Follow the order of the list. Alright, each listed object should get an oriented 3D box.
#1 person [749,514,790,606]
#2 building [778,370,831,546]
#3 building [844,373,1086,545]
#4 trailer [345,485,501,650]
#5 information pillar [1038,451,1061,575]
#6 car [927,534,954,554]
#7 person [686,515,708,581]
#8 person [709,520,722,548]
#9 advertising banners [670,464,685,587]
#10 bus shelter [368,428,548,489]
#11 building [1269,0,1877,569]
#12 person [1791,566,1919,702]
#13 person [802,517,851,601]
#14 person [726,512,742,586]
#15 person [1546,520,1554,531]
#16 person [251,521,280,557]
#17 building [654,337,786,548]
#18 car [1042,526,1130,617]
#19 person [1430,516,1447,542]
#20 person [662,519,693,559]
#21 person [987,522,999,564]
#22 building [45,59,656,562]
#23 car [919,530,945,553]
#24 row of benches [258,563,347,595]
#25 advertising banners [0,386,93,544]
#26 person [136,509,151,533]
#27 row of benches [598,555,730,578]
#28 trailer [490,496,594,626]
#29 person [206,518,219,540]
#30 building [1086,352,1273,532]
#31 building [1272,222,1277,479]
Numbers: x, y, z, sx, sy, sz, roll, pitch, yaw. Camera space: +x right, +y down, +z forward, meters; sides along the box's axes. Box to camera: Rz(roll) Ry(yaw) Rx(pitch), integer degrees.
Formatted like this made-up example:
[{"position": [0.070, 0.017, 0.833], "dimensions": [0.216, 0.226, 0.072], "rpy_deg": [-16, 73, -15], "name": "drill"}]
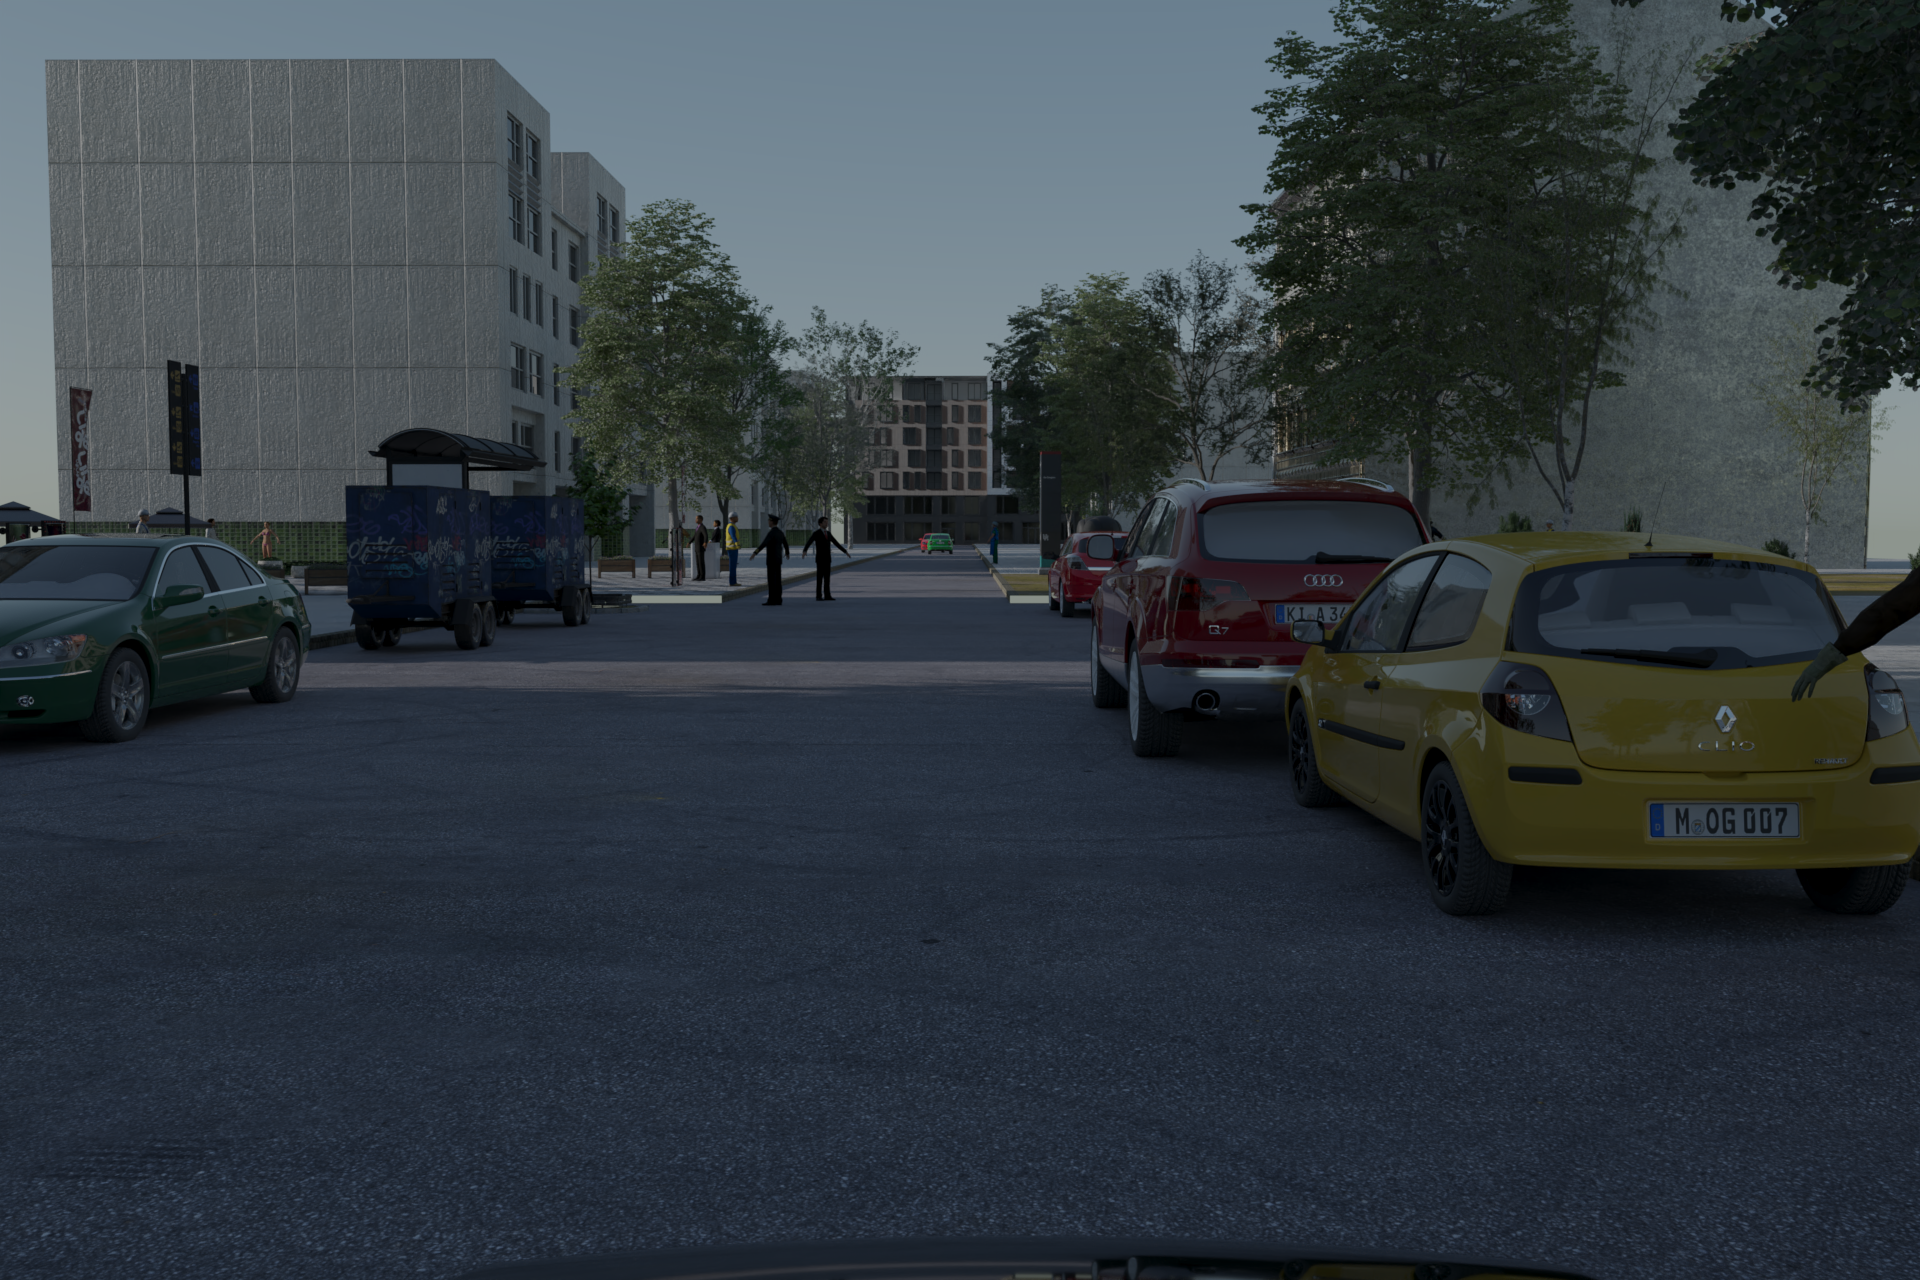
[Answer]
[{"position": [-3.756, -1.612, 34.750], "dimensions": [0.705, 1.837, 1.347], "rpy_deg": [2, 4, 28], "name": "person"}, {"position": [-24.936, -20.575, 202.856], "dimensions": [16.747, 18.905, 31.486], "rpy_deg": [0, 4, 1], "name": "building"}, {"position": [1.473, -23.604, 232.357], "dimensions": [32.646, 21.610, 27.936], "rpy_deg": [0, 4, 1], "name": "building"}, {"position": [-6.702, -0.855, 21.024], "dimensions": [1.471, 1.999, 3.904], "rpy_deg": [0, 4, 0], "name": "trailer"}, {"position": [2.850, -3.985, 54.533], "dimensions": [0.750, 3.857, 0.750], "rpy_deg": [0, 4, 0], "name": "information pillar"}, {"position": [-1.402, -6.983, 122.966], "dimensions": [1.959, 1.807, 4.718], "rpy_deg": [0, 4, -1], "name": "car"}, {"position": [-7.126, -2.512, 47.303], "dimensions": [0.704, 1.802, 1.346], "rpy_deg": [-2, 4, -30], "name": "person"}, {"position": [-7.880, -2.988, 55.575], "dimensions": [0.721, 1.740, 1.216], "rpy_deg": [0, 4, 6], "name": "person"}, {"position": [-6.993, -2.867, 43.056], "dimensions": [0.090, 3.025, 2.074], "rpy_deg": [0, 4, 1], "name": "advertising banners"}, {"position": [-10.214, -2.560, 35.785], "dimensions": [2.014, 3.302, 5.546], "rpy_deg": [0, 4, 1], "name": "bus shelter"}, {"position": [23.956, -14.728, 71.732], "dimensions": [19.493, 23.208, 18.063], "rpy_deg": [0, 4, 0], "name": "building"}, {"position": [3.334, 0.191, 5.469], "dimensions": [1.346, 1.812, 0.704], "rpy_deg": [0, 4, -2], "name": "person"}, {"position": [-2.913, -1.748, 37.216], "dimensions": [0.705, 1.806, 1.347], "rpy_deg": [3, 5, 45], "name": "person"}, {"position": [-5.551, -2.244, 42.658], "dimensions": [0.705, 1.833, 1.349], "rpy_deg": [-1, 4, -11], "name": "person"}, {"position": [19.865, -3.191, 58.644], "dimensions": [0.721, 1.772, 1.216], "rpy_deg": [-1, 4, -11], "name": "person"}, {"position": [-24.633, -3.344, 61.475], "dimensions": [1.217, 1.733, 0.721], "rpy_deg": [1, 4, 16], "name": "person"}, {"position": [-27.155, -18.566, 170.013], "dimensions": [16.747, 18.905, 31.486], "rpy_deg": [0, 3, 0], "name": "building"}, {"position": [2.590, -1.360, 31.272], "dimensions": [2.155, 1.783, 4.494], "rpy_deg": [0, 4, -1], "name": "car"}, {"position": [14.587, -2.949, 53.993], "dimensions": [1.354, 1.856, 0.705], "rpy_deg": [1, 4, 18], "name": "person"}, {"position": [-10.775, -3.701, 66.283], "dimensions": [1.354, 1.858, 0.705], "rpy_deg": [2, 4, 23], "name": "person"}, {"position": [1.453, -4.140, 73.817], "dimensions": [0.704, 1.817, 1.347], "rpy_deg": [1, 4, 17], "name": "person"}, {"position": [-25.517, -13.098, 80.603], "dimensions": [16.747, 18.905, 31.486], "rpy_deg": [0, 4, 0], "name": "building"}, {"position": [-2.089, -7.668, 134.415], "dimensions": [2.155, 1.783, 4.494], "rpy_deg": [0, 4, 0], "name": "car"}, {"position": [-13.394, -1.324, 37.104], "dimensions": [4.104, 0.672, 1.422], "rpy_deg": [-1, 4, -21], "name": "row of benches"}, {"position": [-10.514, -1.459, 20.046], "dimensions": [0.090, 3.025, 2.074], "rpy_deg": [0, 4, 0], "name": "advertising banners"}, {"position": [-18.455, -2.043, 39.262], "dimensions": [0.705, 1.847, 1.347], "rpy_deg": [-1, 4, -13], "name": "person"}, {"position": [-8.535, -2.165, 50.867], "dimensions": [4.104, 0.672, 1.422], "rpy_deg": [-1, 4, -13], "name": "row of benches"}, {"position": [-6.620, -1.185, 26.426], "dimensions": [1.471, 1.999, 3.904], "rpy_deg": [0, 4, 0], "name": "trailer"}, {"position": [-24.970, -3.161, 57.871], "dimensions": [0.705, 1.806, 1.347], "rpy_deg": [-1, 4, -9], "name": "person"}, {"position": [22.433, -18.959, 176.432], "dimensions": [16.747, 18.905, 31.486], "rpy_deg": [0, 4, 0], "name": "building"}, {"position": [23.735, -15.009, 101.813], "dimensions": [16.016, 20.090, 11.380], "rpy_deg": [0, 4, 1], "name": "building"}]
